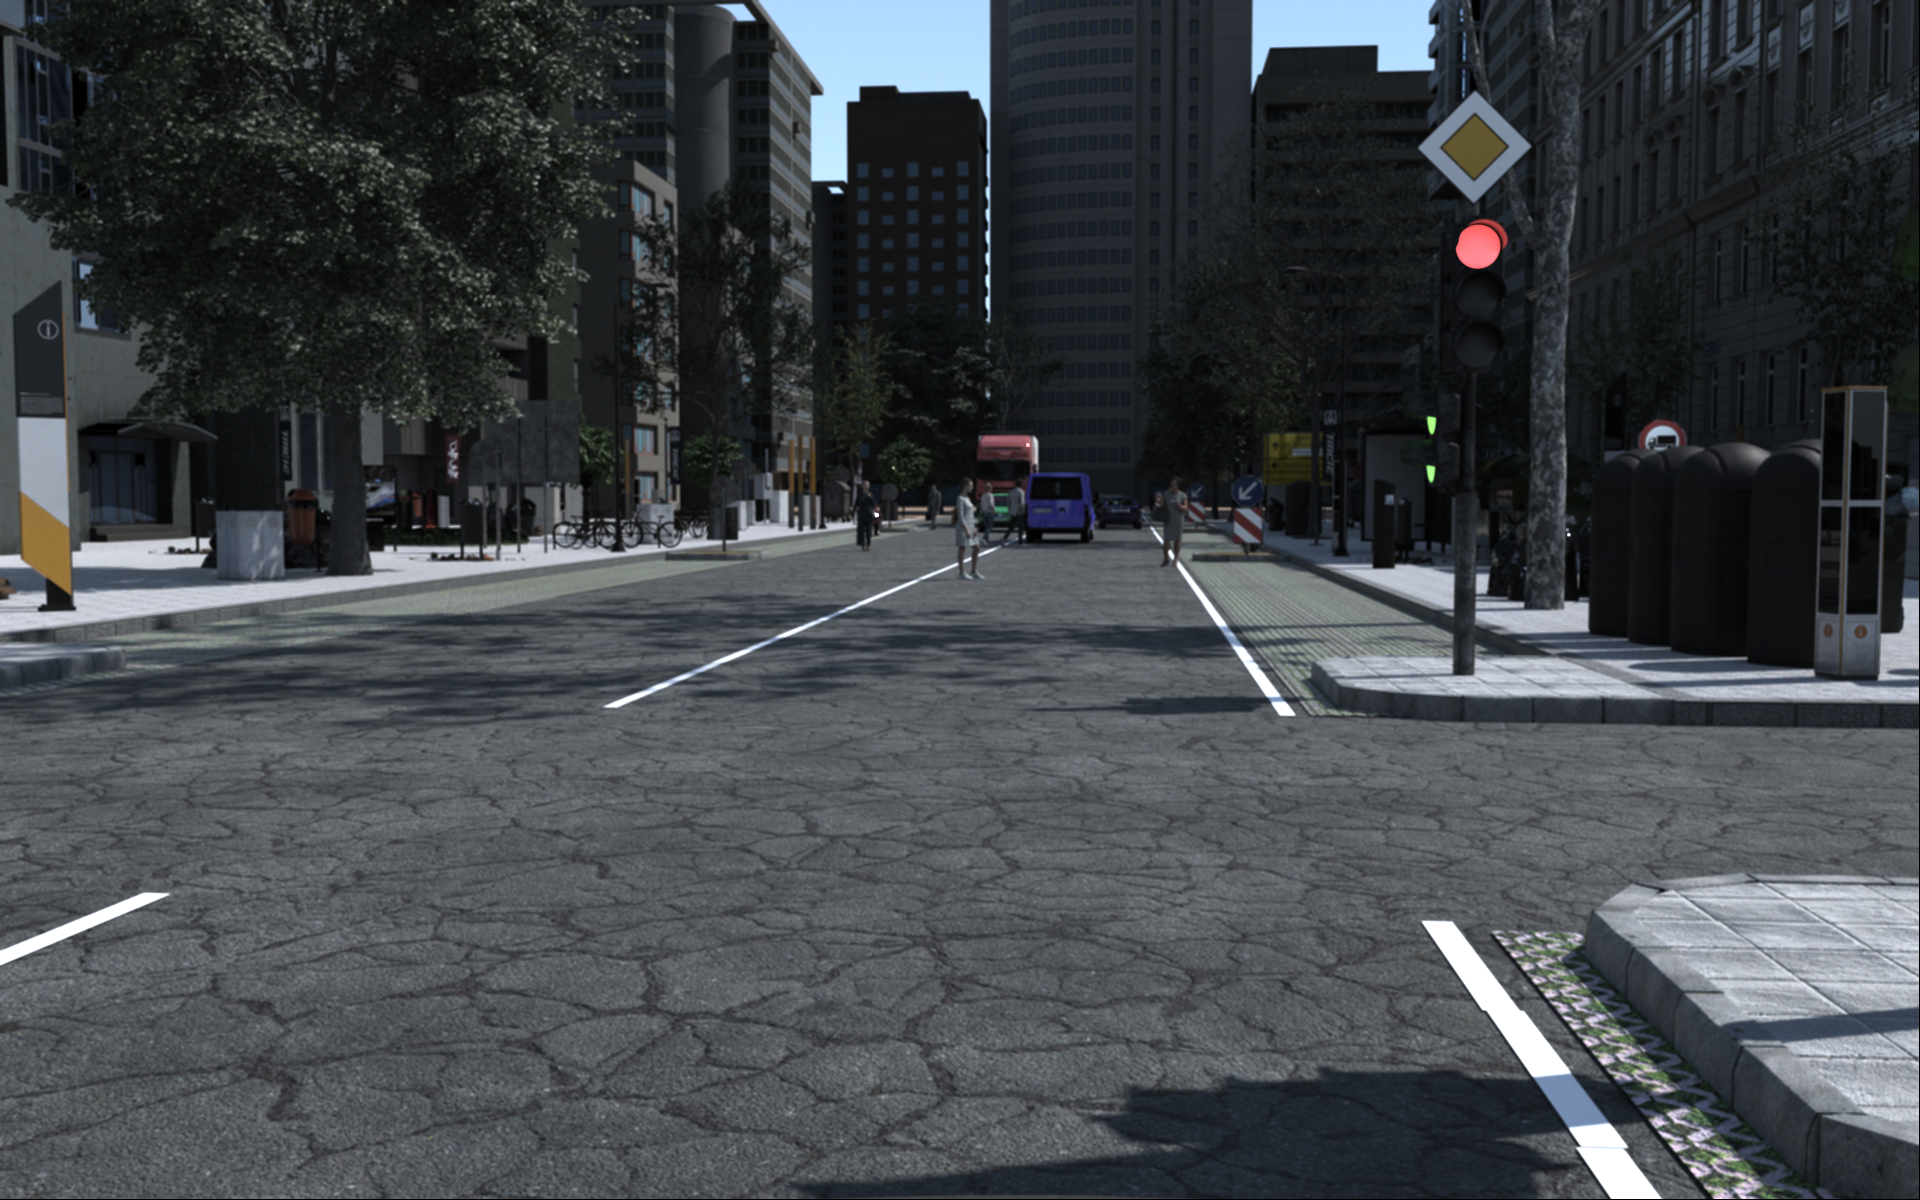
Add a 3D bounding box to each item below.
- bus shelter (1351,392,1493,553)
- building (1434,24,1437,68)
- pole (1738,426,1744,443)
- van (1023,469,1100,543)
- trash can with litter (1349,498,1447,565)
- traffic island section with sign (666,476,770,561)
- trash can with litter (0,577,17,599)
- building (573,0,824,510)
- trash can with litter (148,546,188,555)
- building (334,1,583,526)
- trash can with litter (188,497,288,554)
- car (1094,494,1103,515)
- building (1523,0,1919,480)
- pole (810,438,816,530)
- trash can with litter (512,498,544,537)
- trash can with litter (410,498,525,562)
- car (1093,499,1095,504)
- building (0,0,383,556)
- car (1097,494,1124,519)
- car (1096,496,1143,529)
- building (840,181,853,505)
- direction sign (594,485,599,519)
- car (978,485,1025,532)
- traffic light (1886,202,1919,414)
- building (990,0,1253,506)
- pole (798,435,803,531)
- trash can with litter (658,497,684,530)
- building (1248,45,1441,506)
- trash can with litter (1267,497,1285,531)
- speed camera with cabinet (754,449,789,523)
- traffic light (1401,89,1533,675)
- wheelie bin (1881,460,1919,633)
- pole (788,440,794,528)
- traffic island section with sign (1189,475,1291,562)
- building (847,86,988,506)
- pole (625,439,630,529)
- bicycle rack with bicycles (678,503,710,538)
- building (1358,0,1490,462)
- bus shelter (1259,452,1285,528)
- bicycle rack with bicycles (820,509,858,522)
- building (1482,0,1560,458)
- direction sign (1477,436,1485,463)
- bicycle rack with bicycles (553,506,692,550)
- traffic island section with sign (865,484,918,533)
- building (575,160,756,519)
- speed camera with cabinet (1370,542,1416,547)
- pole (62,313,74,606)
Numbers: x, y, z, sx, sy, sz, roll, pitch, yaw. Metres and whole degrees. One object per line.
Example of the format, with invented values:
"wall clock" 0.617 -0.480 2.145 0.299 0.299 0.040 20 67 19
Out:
"bus shelter" 9.663 -2.617 36.707 2.014 3.302 5.546 0 4 5
"building" 67.415 -39.591 189.309 28.212 58.520 21.231 0 4 5
"pole" 23.250 -3.535 51.641 0.158 3.312 0.155 0 3 0
"van" 3.051 -2.936 52.384 2.240 2.365 5.245 0 4 6
"trash can with litter" 8.252 -1.296 32.242 1.678 1.210 2.233 0 4 1
"traffic island section with sign" -5.237 -1.793 37.942 1.989 1.847 2.006 0 4 5
"trash can with litter" -12.094 -0.597 21.150 1.055 1.170 0.624 0 4 0
"building" -24.237 -27.191 136.454 23.993 40.220 32.217 0 4 5
"trash can with litter" -16.508 -1.613 37.430 2.233 1.210 1.678 1 4 23
"building" -25.304 -18.497 74.125 14.160 30.474 14.107 0 4 5
"trash can with litter" -13.579 -1.398 33.914 1.678 1.210 2.233 3 5 42
"car" 10.253 -6.595 119.633 2.131 1.459 4.920 0 4 7
"building" 32.451 -16.806 72.037 12.463 27.353 25.104 0 4 5
"pole" -5.324 -4.206 62.609 0.158 3.312 0.155 0 3 0
"trash can with litter" -12.980 -2.494 52.157 0.624 1.170 1.055 1 4 15
"trash can with litter" -9.689 -1.379 33.606 2.233 1.210 1.678 2 4 30
"car" 13.128 -9.057 158.301 2.015 1.641 3.980 0 4 5
"building" -30.350 -44.623 42.262 22.319 86.520 31.000 0 4 5
"car" 8.893 -5.459 101.047 2.131 1.459 4.920 0 4 5
"car" 6.614 -3.616 71.696 1.945 1.354 3.894 0 4 4
"building" -23.032 -31.341 204.308 23.993 40.220 32.217 0 4 5
"direction sign" -18.852 -5.991 89.948 0.379 3.537 0.876 0 4 1
"car" 1.722 -3.531 66.530 1.959 1.807 4.718 0 4 6
"traffic light" 2.795 -0.938 4.255 0.839 4.253 0.868 0 4 5
"building" 17.663 -39.894 194.268 28.212 58.520 21.231 0 4 5
"pole" -5.487 -4.018 59.532 0.158 3.312 0.155 0 3 0
"trash can with litter" -10.382 -3.112 62.264 1.055 1.170 0.624 0 4 -3
"building" 42.580 -34.731 191.551 21.600 48.544 21.300 0 4 5
"trash can with litter" 11.127 -2.955 59.706 1.055 1.170 0.624 2 4 25
"speed camera with cabinet" -8.245 -5.016 76.353 0.660 3.252 2.038 2 4 32
"traffic light" 3.563 -1.424 12.203 0.839 4.253 0.868 0 4 5
"wheelie bin" 8.528 -0.507 16.202 0.980 1.594 0.693 2 4 25
"pole" -6.378 -4.379 65.433 0.158 3.312 0.155 0 3 0
"traffic island section with sign" 5.997 -1.741 37.086 1.989 1.847 2.006 0 4 5
"building" -4.410 -33.217 193.211 14.200 45.320 14.600 0 4 5
"pole" -12.306 -4.298 64.117 0.158 3.312 0.155 0 3 0
"bicycle rack with bicycles" -8.261 -2.311 51.168 2.852 0.926 2.925 3 5 43
"building" 43.320 -49.855 127.804 22.319 86.520 31.000 0 4 5
"bus shelter" 12.102 -4.229 63.074 2.014 3.302 5.546 0 4 6
"bicycle rack with bicycles" -5.798 -4.104 80.486 2.925 0.926 2.852 -1 4 -11
"building" 44.536 -25.037 101.239 32.217 40.220 23.993 0 4 5
"direction sign" 20.222 -4.619 67.510 0.379 3.537 0.876 -1 4 -9
"bicycle rack with bicycles" -8.389 -1.680 40.847 2.925 0.926 2.852 1 4 20
"traffic island section with sign" -2.630 -3.444 64.932 1.989 1.847 2.006 0 4 5
"building" -29.190 -15.931 105.511 27.650 21.520 28.899 0 4 5
"speed camera with cabinet" 11.069 -2.924 42.151 2.038 3.252 0.660 0 4 -8
"pole" -10.188 -1.573 19.566 0.158 3.312 0.155 0 3 0
